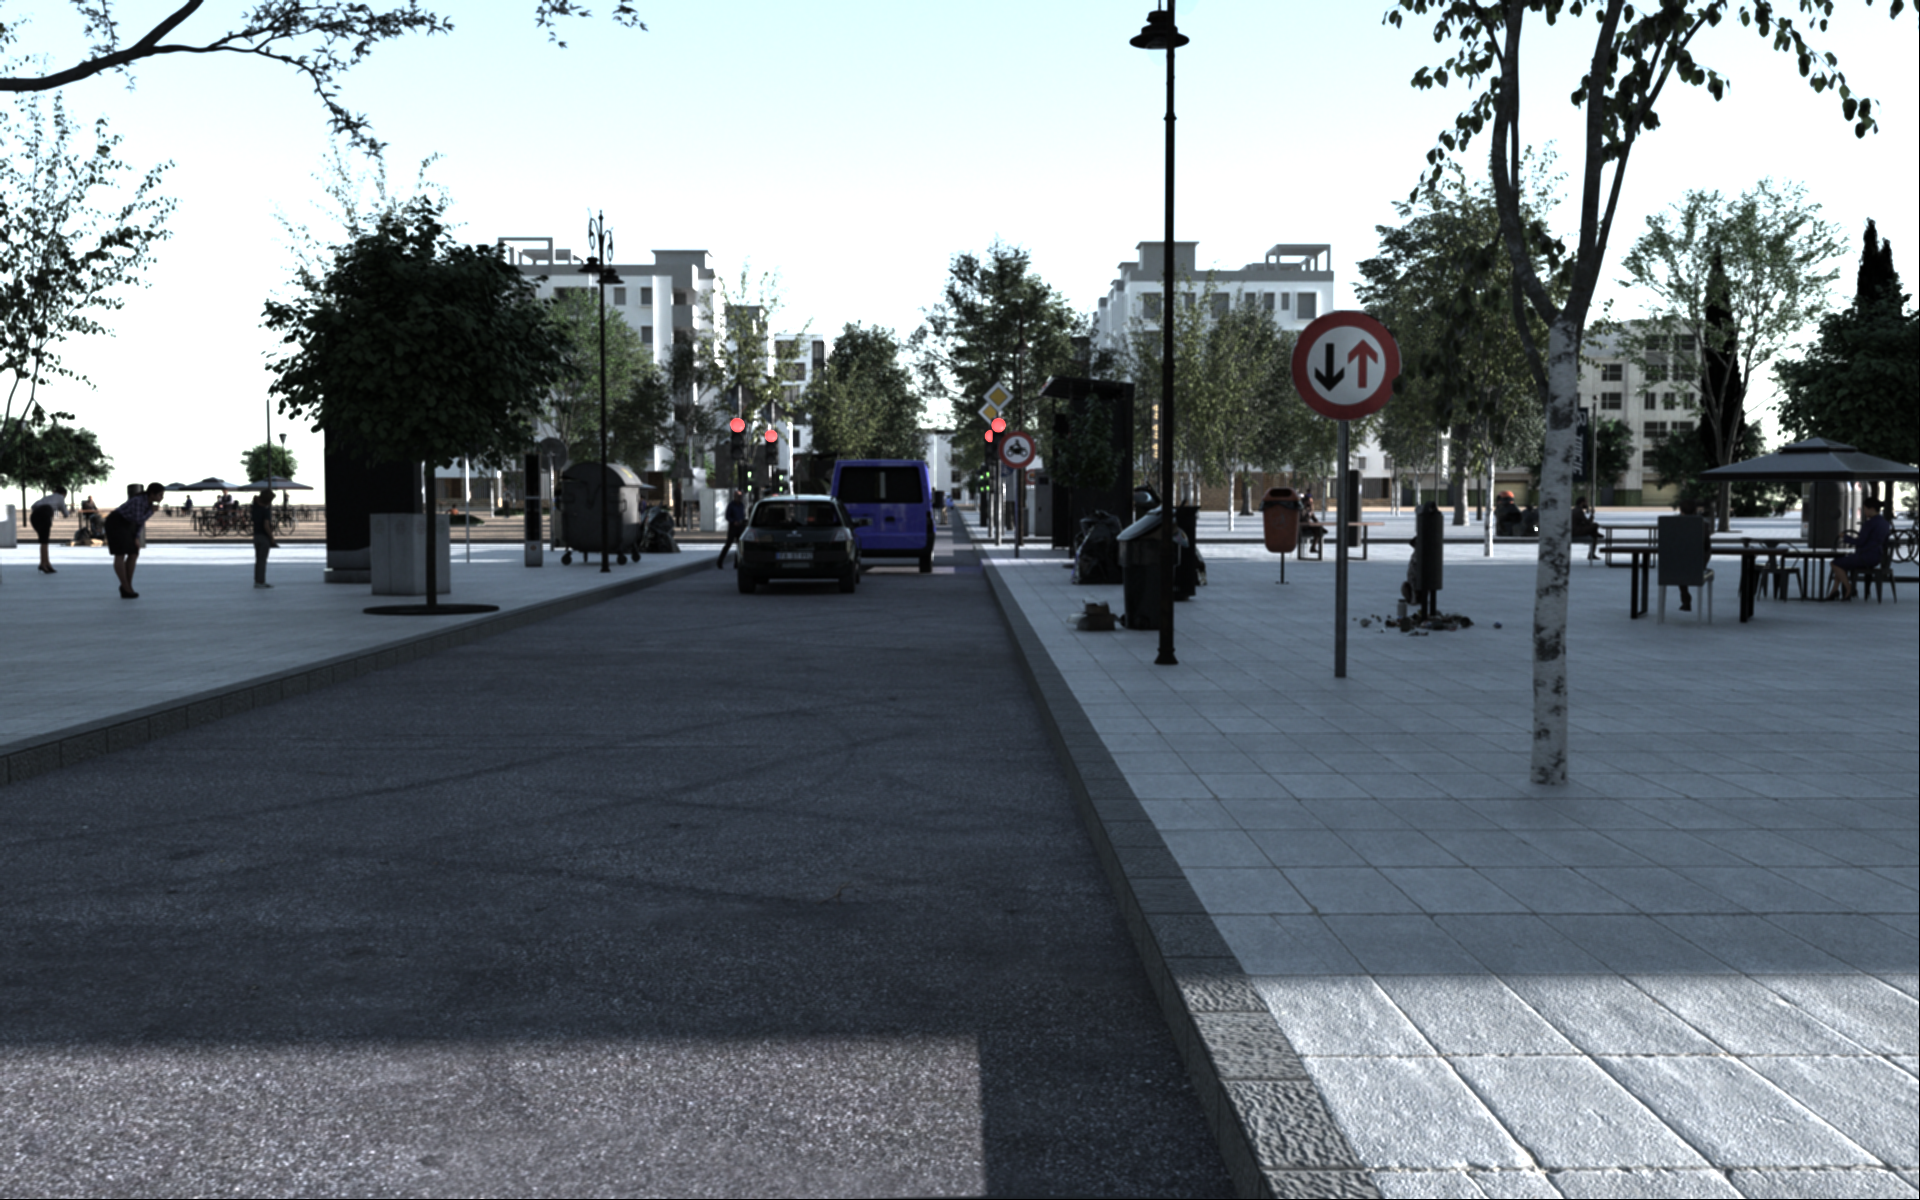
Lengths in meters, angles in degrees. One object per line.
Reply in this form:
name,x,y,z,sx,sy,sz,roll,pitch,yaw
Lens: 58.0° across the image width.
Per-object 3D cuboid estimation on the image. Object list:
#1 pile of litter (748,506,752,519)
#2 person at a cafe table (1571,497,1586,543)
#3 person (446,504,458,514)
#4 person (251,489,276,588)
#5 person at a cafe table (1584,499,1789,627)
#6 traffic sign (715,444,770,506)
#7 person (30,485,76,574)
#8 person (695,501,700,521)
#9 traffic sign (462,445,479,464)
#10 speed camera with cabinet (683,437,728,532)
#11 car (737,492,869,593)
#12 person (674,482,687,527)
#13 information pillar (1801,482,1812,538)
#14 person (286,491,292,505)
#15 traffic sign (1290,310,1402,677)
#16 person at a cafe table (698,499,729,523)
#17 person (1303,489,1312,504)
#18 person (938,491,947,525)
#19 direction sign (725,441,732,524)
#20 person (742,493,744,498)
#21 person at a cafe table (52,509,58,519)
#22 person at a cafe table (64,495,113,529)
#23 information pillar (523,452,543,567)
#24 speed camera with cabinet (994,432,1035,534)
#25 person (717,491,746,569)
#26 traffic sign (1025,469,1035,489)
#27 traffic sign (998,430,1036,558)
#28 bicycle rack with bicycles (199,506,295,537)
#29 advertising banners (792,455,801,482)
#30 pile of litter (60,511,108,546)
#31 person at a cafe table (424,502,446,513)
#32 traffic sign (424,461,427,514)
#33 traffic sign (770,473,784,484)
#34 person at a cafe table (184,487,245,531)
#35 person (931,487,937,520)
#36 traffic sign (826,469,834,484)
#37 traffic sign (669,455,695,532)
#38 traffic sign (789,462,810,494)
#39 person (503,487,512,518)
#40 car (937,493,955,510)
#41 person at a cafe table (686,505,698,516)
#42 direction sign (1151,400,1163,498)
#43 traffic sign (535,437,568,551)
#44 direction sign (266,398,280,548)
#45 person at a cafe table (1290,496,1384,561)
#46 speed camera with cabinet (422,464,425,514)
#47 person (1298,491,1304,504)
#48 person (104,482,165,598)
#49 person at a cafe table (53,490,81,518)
pile of litter,-8.223,-3.777,75.720,1.176,0.858,1.719,2,4,25
person at a cafe table,11.509,-1.215,30.729,1.726,1.238,1.698,1,4,17
person,-23.104,-3.950,78.909,0.859,0.850,0.655,-1,4,-15
person,-9.542,-0.841,23.703,0.435,1.345,0.340,1,4,18
person at a cafe table,7.382,-0.407,17.524,1.698,1.238,1.726,2,4,29
traffic sign,-8.889,-4.702,70.746,2.265,3.308,0.079,0,4,4
person,-14.778,-1.161,28.216,0.628,1.438,0.799,-1,4,-23
person,-12.258,-4.470,82.321,0.628,1.438,0.799,0,4,-6
traffic sign,-9.220,-1.996,32.372,0.795,2.593,0.064,0,4,7
speed camera with cabinet,-8.744,-3.985,59.498,0.660,3.252,2.038,-3,5,-40
car,-2.408,-1.022,26.488,2.009,1.686,4.222,0,4,-2
person,-10.808,-3.705,67.307,0.600,1.739,0.565,0,4,4
information pillar,24.893,-2.830,50.758,0.304,2.012,0.304,-2,4,-33
person,-79.811,-12.036,205.826,0.617,1.759,0.750,2,4,30
traffic sign,2.671,-0.732,12.080,0.768,2.556,0.104,0,4,1
person at a cafe table,-10.592,-4.021,76.603,1.698,1.238,1.726,-1,4,-19
person,17.509,-4.841,87.560,0.453,1.535,0.546,-3,5,-39
person,-0.804,-4.283,80.595,0.319,1.574,0.516,3,5,39
direction sign,-9.672,-4.965,73.167,0.379,3.537,0.876,-3,5,-41
person,-16.856,-7.591,133.374,0.599,1.433,0.991,-3,4,-36
person at a cafe table,-47.354,-4.868,90.449,1.698,1.238,1.726,-1,4,-19
person at a cafe table,-30.064,-3.021,60.253,1.698,1.238,1.726,-3,5,-43
information pillar,-7.539,-1.596,30.587,0.304,2.012,0.304,-1,4,-11
speed camera with cabinet,2.145,-3.746,55.588,2.038,3.252,0.660,1,4,13
person,-4.312,-1.341,33.123,0.574,1.496,0.600,-2,4,-24
traffic sign,3.695,-5.418,88.682,0.768,2.556,0.104,0,4,7
traffic sign,1.143,-2.119,34.744,0.768,2.556,0.104,0,4,2
bicycle rack with bicycles,-21.759,-2.402,52.659,2.925,0.926,2.852,-2,4,-35
advertising banners,-6.717,-5.016,78.193,2.074,3.025,0.090,2,4,27
pile of litter,-21.373,-1.779,43.056,1.719,0.858,1.176,-1,4,-10
person at a cafe table,-35.588,-6.413,115.714,1.698,1.238,1.726,2,4,23
traffic sign,-8.149,-1.615,26.507,0.768,2.556,0.104,0,4,2
traffic sign,-9.421,-5.454,89.170,0.884,2.594,0.081,0,4,6
person at a cafe table,-25.898,-3.185,60.597,1.698,1.524,1.622,1,4,9
person,-1.405,-5.272,94.850,0.875,1.805,0.789,0,4,-4
traffic sign,-6.382,-5.311,86.944,0.768,2.556,0.104,0,4,6
traffic sign,-9.303,-3.547,57.989,0.884,2.594,0.081,0,4,1
traffic sign,-6.588,-4.348,71.098,0.884,2.594,0.081,0,4,7
person,-23.944,-5.181,91.478,0.376,1.734,0.841,-2,4,-28
car,-1.439,-9.248,160.790,1.945,1.707,3.694,0,3,0
person at a cafe table,-13.139,-4.832,87.516,1.698,1.524,1.622,-1,4,-15
direction sign,4.832,-3.057,41.980,0.379,3.537,0.876,2,4,33
traffic sign,-9.155,-2.367,38.809,0.768,2.556,0.104,0,4,6
direction sign,-16.536,-3.027,41.483,0.379,3.537,0.876,-2,4,-24
person at a cafe table,7.138,-1.426,34.168,1.698,1.238,1.726,-1,4,-22
speed camera with cabinet,-13.254,-2.905,41.827,0.660,3.252,2.038,-1,4,-14
person,18.942,-5.320,96.219,0.628,1.438,0.799,-3,4,-39
person,-10.155,-0.738,21.347,0.697,1.427,0.421,-1,4,-10
person at a cafe table,-49.439,-5.304,95.240,1.622,1.524,1.698,-1,4,-9
